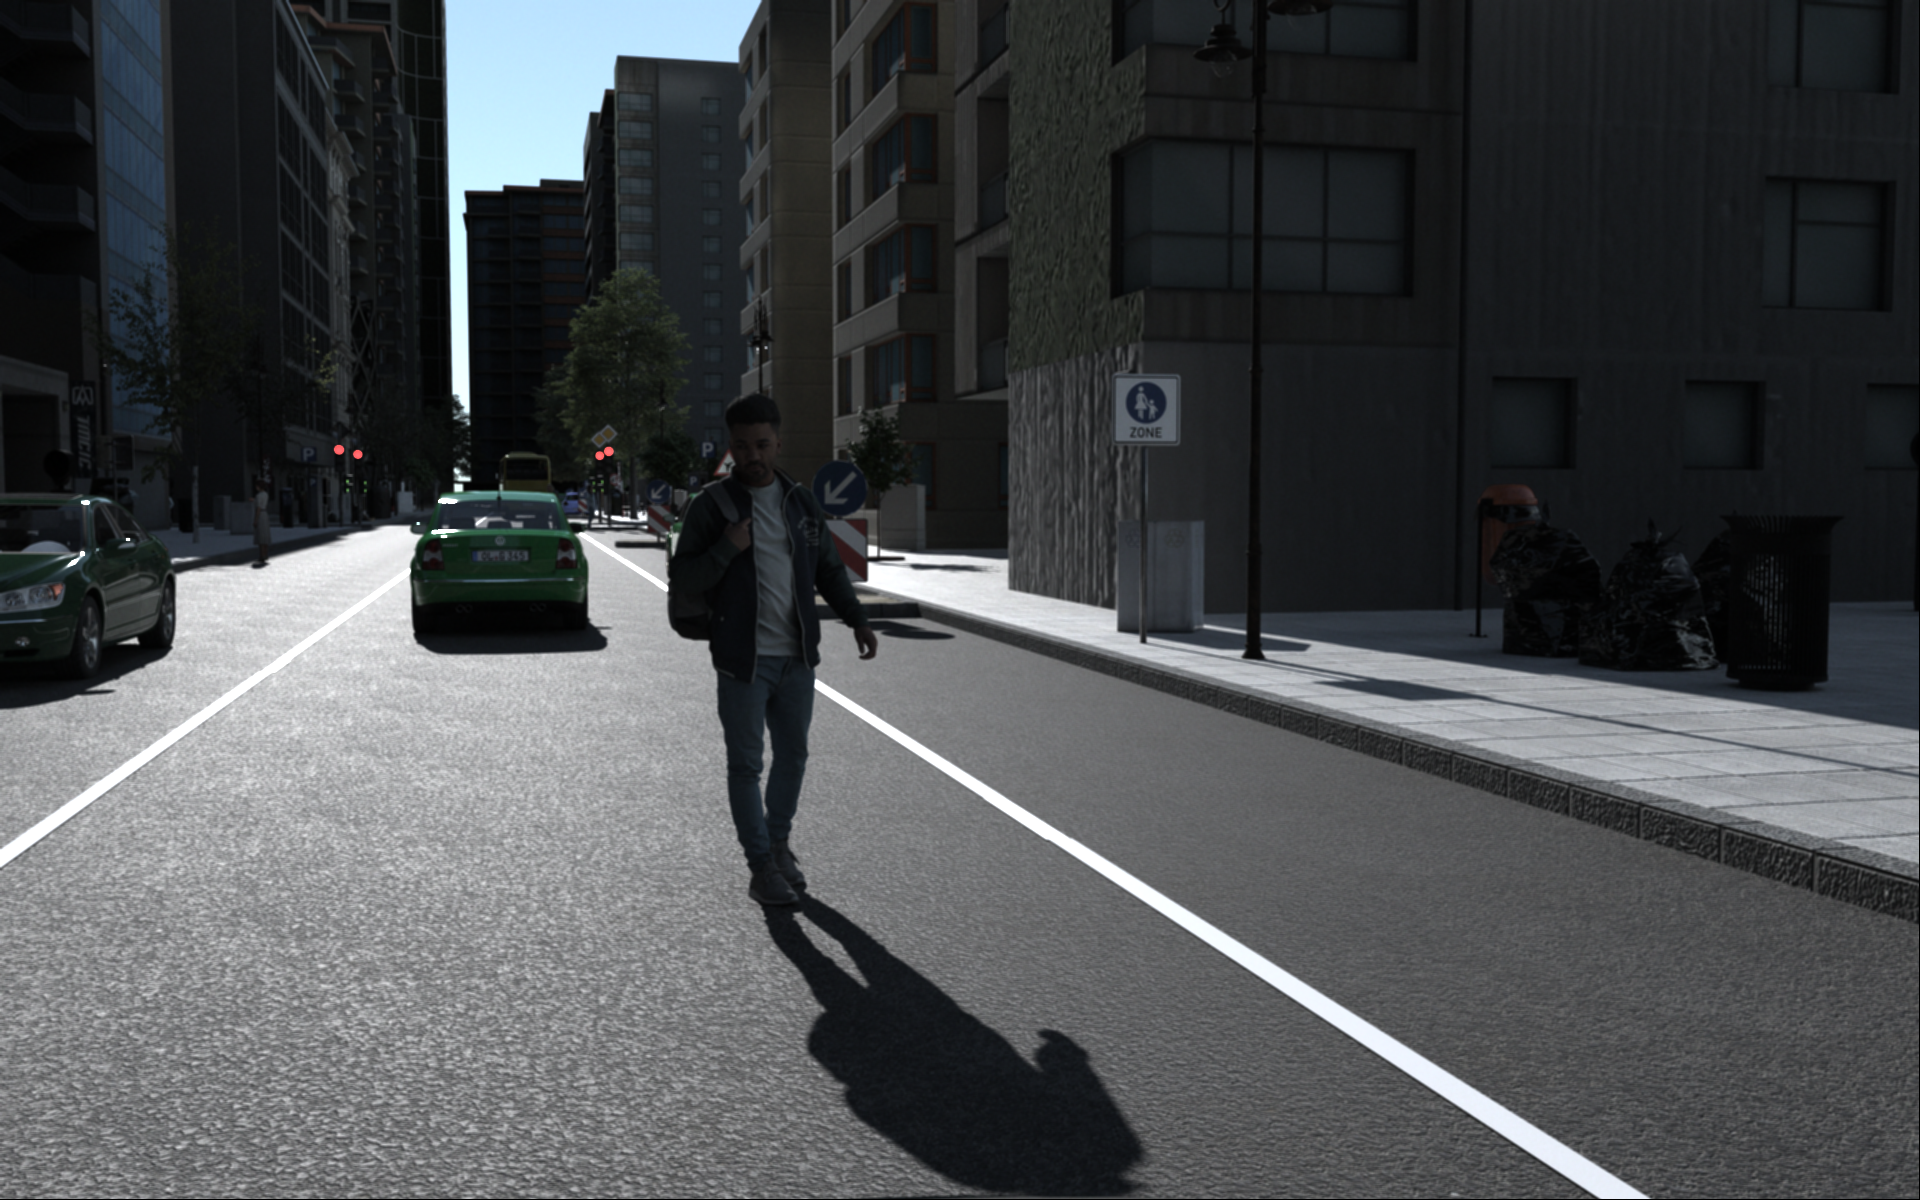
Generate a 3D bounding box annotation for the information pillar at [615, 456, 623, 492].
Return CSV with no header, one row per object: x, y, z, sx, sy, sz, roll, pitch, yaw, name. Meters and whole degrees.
-21.186,-7.105,107.518,0.504,3.616,0.183,2,4,24,information pillar

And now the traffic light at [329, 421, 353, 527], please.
-23.854,-4.759,66.730,0.839,4.253,0.868,-1,4,-14,traffic light

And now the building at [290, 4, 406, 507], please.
-62.869,-30.768,157.682,22.147,44.769,28.867,-1,4,-14,building

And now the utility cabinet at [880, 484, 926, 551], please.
-1.287,-1.864,39.160,1.173,1.500,0.318,3,5,44,utility cabinet

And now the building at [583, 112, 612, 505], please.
-34.678,-36.011,212.480,21.300,48.544,21.600,-1,4,-14,building

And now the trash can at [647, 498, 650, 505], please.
-25.739,-8.111,144.260,0.748,1.137,0.748,0,3,0,trash can

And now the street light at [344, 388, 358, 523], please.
-26.503,-6.278,75.431,0.468,5.910,1.993,-1,4,-14,street light

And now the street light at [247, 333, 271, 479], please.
-20.111,-4.711,49.810,0.468,5.910,1.993,-1,4,-14,street light

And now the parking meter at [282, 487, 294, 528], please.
-25.519,-3.508,65.760,0.372,1.533,0.369,0,3,0,parking meter

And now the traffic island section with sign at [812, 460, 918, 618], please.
-1.687,-0.753,20.936,1.989,1.847,2.006,-1,4,-14,traffic island section with sign

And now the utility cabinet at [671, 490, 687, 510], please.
-16.520,-5.706,101.978,1.173,1.500,0.318,3,5,44,utility cabinet

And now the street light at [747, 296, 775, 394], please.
-4.672,-4.151,40.660,0.468,5.910,1.993,-1,4,-14,street light

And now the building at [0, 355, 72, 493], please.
-26.772,-35.955,26.123,20.563,71.187,20.611,-1,4,-14,building

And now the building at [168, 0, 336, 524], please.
-39.639,-17.852,85.390,14.314,27.812,24.014,-1,4,-14,building

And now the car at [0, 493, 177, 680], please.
-7.962,-0.175,14.656,2.131,1.459,4.920,-1,4,-13,car

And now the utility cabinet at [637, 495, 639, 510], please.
-25.703,-7.681,136.747,0.306,1.237,1.020,-3,5,-41,utility cabinet

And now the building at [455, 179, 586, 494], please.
-56.175,-36.036,243.813,28.867,44.769,22.147,-1,4,-14,building

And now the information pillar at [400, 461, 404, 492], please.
-38.292,-7.803,118.941,0.183,3.616,0.504,0,4,0,information pillar

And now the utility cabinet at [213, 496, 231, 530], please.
-26.389,-3.106,61.944,0.306,1.237,1.020,-3,5,-42,utility cabinet

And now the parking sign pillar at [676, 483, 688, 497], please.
-19.550,-8.171,122.066,1.447,3.967,1.447,1,4,23,parking sign pillar

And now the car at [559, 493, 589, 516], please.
-23.503,-5.891,105.905,1.945,1.707,3.694,-1,4,-15,car

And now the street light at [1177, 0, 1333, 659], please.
2.289,-2.481,13.344,0.468,5.910,1.993,-1,4,-14,street light

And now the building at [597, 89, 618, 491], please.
-27.703,-32.645,188.378,22.147,44.769,28.867,-1,4,-14,building

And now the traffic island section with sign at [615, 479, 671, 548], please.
-8.354,-2.350,47.057,1.989,1.847,2.006,-1,4,-14,traffic island section with sign

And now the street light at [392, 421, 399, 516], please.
-33.514,-7.948,102.735,0.468,5.910,1.993,-1,4,-14,street light

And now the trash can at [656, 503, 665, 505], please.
-20.987,-6.708,121.321,0.748,1.137,0.748,0,3,0,trash can

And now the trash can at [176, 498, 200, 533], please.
-25.659,-2.810,57.603,0.748,1.137,0.748,0,3,0,trash can

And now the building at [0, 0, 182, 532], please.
-33.371,-24.649,53.122,14.200,45.320,14.600,-1,4,-14,building

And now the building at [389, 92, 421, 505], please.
-74.920,-35.417,202.771,21.600,48.544,21.300,-1,4,-14,building

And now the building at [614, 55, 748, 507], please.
-26.005,-29.554,166.798,14.154,41.232,14.086,-1,4,-14,building

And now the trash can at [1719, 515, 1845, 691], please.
5.414,0.012,11.452,0.748,1.137,0.748,0,3,0,trash can

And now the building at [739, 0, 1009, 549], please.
8.423,-12.947,56.731,27.650,21.520,28.899,-1,4,-14,building

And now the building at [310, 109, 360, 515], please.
-45.649,-19.630,108.338,14.401,28.519,23.554,-1,4,-14,building

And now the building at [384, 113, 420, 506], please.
-64.101,-30.336,179.595,14.154,41.232,14.086,-1,4,-14,building

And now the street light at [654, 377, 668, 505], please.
-11.818,-5.865,68.681,0.468,5.910,1.993,-1,4,-14,street light

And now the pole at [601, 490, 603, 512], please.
-26.064,-8.090,126.116,0.158,3.312,0.155,0,3,0,pole

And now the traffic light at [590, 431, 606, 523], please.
-16.030,-5.385,76.971,0.839,4.253,0.868,-1,4,-14,traffic light

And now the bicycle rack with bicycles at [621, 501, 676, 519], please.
-16.505,-4.736,90.810,2.852,0.926,2.925,-2,4,-32,bicycle rack with bicycles

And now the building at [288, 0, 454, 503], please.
-80.677,-48.823,236.500,20.611,71.187,20.563,-1,4,-14,building

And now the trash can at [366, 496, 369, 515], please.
-37.249,-5.927,108.555,0.748,1.137,0.748,0,3,0,trash can

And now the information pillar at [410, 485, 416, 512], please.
-40.260,-7.523,127.494,0.304,2.012,0.304,2,4,34,information pillar

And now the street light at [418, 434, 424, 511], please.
-40.435,-9.619,130.061,0.468,5.910,1.993,-1,4,-14,street light

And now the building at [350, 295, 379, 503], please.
-52.044,-15.943,128.114,16.820,18.784,16.811,-1,4,-14,building

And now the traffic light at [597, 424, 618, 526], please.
-14.058,-4.912,69.233,0.839,4.253,0.868,-1,4,-14,traffic light

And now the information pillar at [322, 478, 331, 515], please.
-28.797,-4.538,78.686,0.304,2.012,0.304,0,4,6,information pillar

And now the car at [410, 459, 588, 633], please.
-5.164,-0.650,19.419,1.959,1.807,4.718,-1,4,-15,car

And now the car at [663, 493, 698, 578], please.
-3.813,-1.191,28.268,1.959,1.807,4.718,-1,4,-13,car

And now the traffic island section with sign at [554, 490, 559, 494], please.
-28.833,-7.272,127.519,1.989,1.847,2.006,-1,4,-14,traffic island section with sign

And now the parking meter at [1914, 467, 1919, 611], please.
10.645,-0.808,18.918,0.399,1.863,0.255,-3,5,-40,parking meter

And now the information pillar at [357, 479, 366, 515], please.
-29.773,-4.996,86.184,0.304,2.012,0.304,0,4,5,information pillar

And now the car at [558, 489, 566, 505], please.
-31.564,-7.851,137.165,1.959,1.807,4.718,-1,4,-14,car

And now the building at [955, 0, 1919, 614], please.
7.034,-20.906,25.404,14.154,41.232,14.086,-1,4,-14,building

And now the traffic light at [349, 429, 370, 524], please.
-25.825,-5.232,74.469,0.839,4.253,0.868,-1,4,-14,traffic light

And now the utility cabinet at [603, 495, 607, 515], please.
-20.843,-5.668,103.838,1.020,1.237,0.306,0,4,7,utility cabinet

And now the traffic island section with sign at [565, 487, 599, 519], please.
-22.108,-5.654,101.073,1.989,1.847,2.006,-1,4,-14,traffic island section with sign
